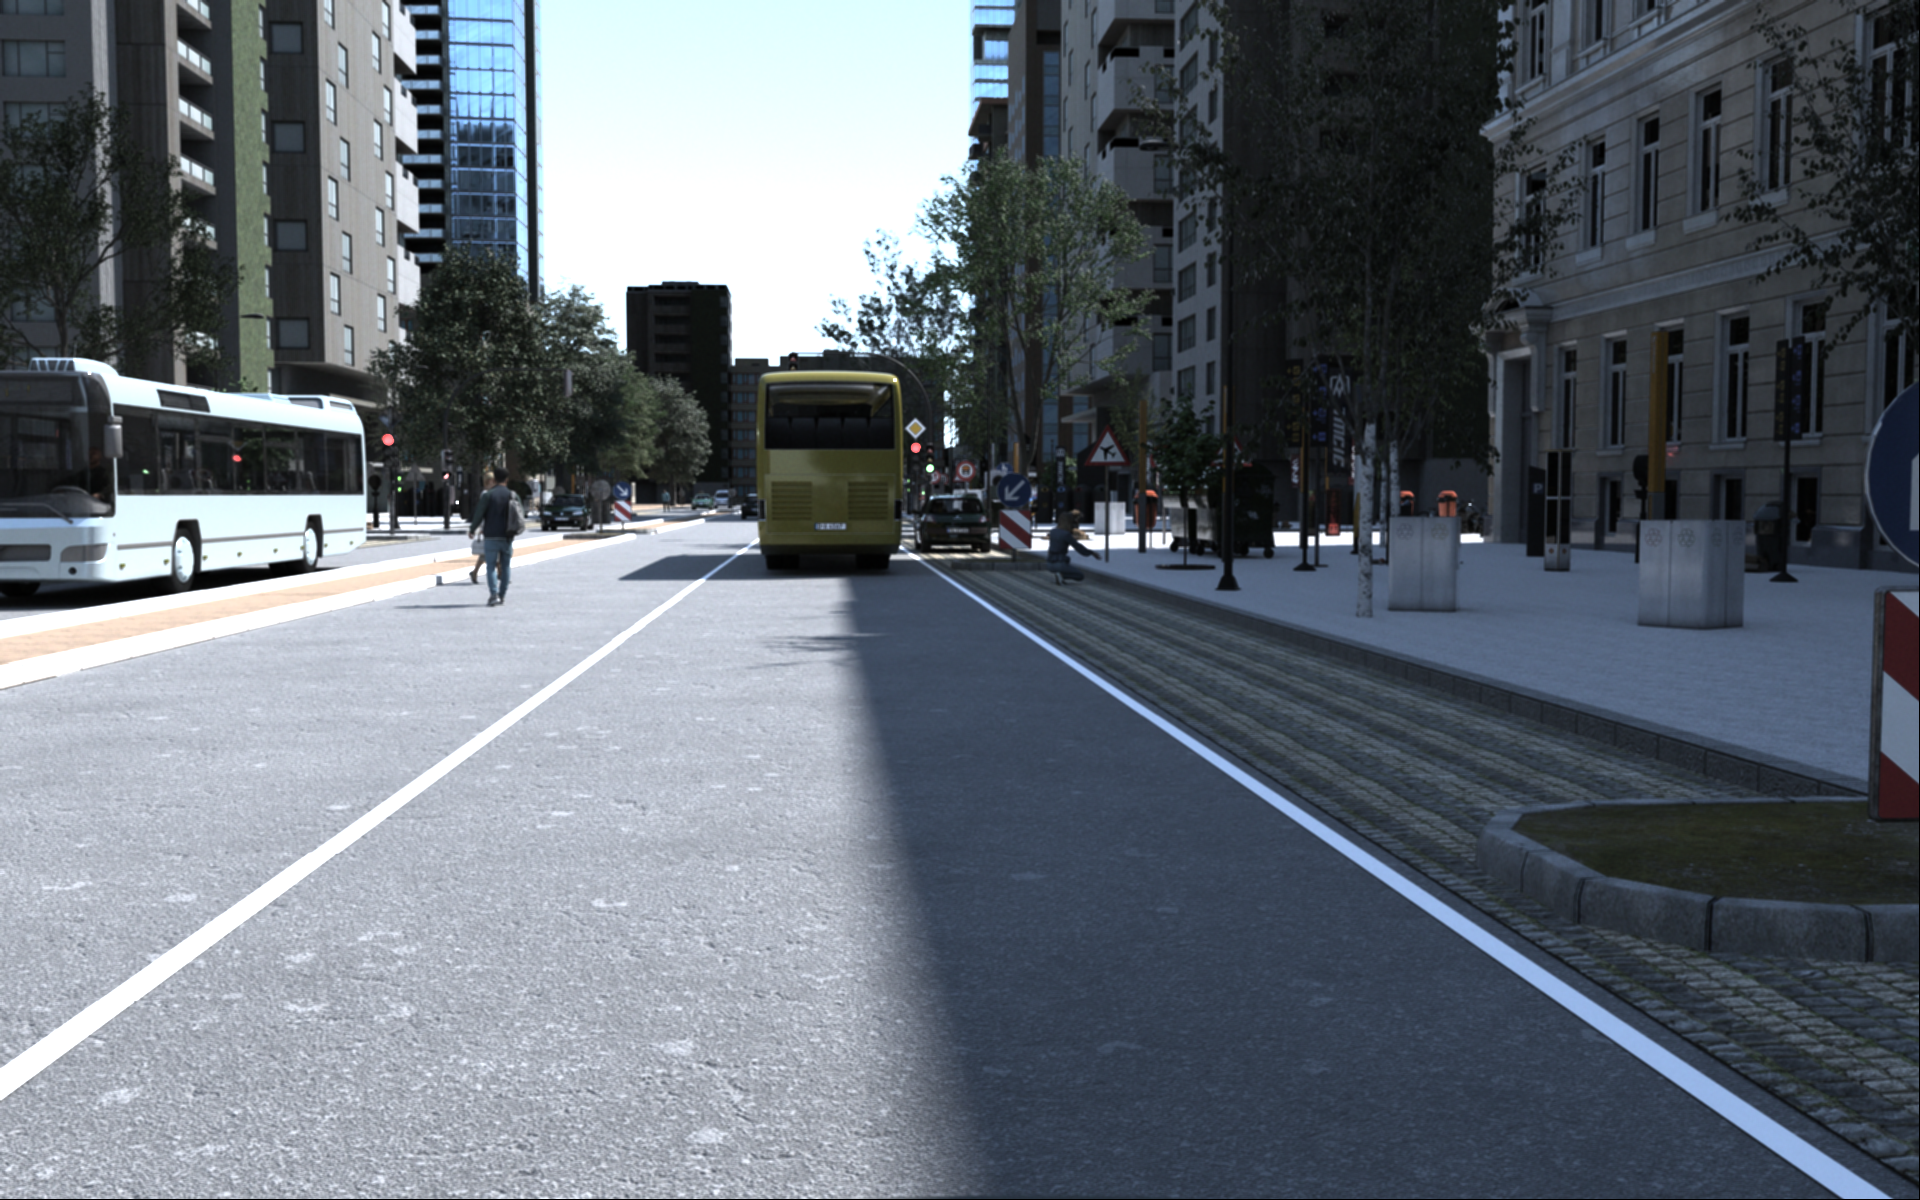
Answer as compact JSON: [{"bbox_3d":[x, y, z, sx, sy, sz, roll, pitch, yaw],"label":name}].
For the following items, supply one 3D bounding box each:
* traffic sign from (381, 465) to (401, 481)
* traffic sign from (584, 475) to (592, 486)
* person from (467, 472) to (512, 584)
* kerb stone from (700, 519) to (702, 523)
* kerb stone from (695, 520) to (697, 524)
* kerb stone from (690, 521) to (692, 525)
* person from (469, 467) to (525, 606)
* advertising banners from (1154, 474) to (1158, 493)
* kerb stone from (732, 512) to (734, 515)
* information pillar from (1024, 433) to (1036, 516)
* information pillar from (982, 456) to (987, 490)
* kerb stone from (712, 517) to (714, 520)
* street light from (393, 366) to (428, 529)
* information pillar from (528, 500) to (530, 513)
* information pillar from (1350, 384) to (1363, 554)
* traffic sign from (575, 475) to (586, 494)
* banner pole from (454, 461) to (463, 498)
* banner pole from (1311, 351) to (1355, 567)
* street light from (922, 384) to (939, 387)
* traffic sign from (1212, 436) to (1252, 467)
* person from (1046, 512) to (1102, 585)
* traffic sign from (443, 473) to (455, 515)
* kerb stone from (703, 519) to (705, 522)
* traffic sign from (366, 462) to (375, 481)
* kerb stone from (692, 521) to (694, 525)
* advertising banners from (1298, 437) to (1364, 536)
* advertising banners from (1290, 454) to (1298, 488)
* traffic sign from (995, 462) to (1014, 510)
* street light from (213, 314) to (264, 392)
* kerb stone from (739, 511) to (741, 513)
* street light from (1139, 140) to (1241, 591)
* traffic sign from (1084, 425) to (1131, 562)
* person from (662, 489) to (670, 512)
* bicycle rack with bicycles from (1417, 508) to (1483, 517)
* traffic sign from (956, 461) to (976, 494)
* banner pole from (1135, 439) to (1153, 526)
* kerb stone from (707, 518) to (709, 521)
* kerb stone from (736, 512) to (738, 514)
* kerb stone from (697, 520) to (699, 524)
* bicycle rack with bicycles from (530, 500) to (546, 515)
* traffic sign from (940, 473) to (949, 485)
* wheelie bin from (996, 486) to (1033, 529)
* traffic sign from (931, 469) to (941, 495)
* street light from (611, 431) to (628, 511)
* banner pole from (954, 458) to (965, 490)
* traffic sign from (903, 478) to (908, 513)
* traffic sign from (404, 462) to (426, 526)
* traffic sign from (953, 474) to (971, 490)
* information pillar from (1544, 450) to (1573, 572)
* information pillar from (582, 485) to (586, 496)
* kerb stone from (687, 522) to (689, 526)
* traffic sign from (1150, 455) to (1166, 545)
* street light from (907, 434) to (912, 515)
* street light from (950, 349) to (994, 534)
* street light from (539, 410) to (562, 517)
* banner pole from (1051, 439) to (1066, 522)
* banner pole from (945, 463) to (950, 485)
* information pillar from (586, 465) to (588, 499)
[{"bbox_3d":[-22.387,-4.164,68.181,0.768,2.556,0.104,0,4,-1],"label":"traffic sign"},{"bbox_3d":[-25.257,-7.165,117.252,0.768,2.556,0.104,0,4,3],"label":"traffic sign"},{"bbox_3d":[-7.527,-1.150,27.660,0.624,1.780,0.694,1,4,9],"label":"person"},{"bbox_3d":[-12.846,-3.819,84.675,0.120,0.150,1.000,0,4,-5],"label":"kerb stone"},{"bbox_3d":[-12.610,-3.633,81.611,0.120,0.150,1.000,0,4,-5],"label":"kerb stone"},{"bbox_3d":[-12.361,-3.445,78.521,0.120,0.150,1.000,0,4,-5],"label":"kerb stone"},{"bbox_3d":[-5.950,-0.828,22.383,0.623,1.781,0.721,-3,5,-44],"label":"person"},{"bbox_3d":[10.048,-5.725,89.798,0.090,3.025,2.074,1,4,21],"label":"advertising banners"},{"bbox_3d":[-15.300,-5.690,115.314,0.120,0.150,1.000,0,4,-5],"label":"kerb stone"},{"bbox_3d":[2.670,-4.582,66.275,0.504,3.616,0.183,0,4,-6],"label":"information pillar"},{"bbox_3d":[1.524,-6.950,104.995,0.504,3.616,0.183,3,5,44],"label":"information pillar"},{"bbox_3d":[-13.588,-4.383,93.880,0.120,0.150,1.000,0,4,-5],"label":"kerb stone"},{"bbox_3d":[-19.983,-5.528,62.918,1.470,5.913,1.316,0,4,-5],"label":"street light"},{"bbox_3d":[-29.605,-6.961,118.307,0.304,2.012,0.304,-3,5,-42],"label":"information pillar"},{"bbox_3d":[8.452,-2.779,36.792,0.183,3.616,0.504,0,4,3],"label":"information pillar"},{"bbox_3d":[-25.571,-7.124,116.591,0.768,2.556,0.104,0,4,-3],"label":"traffic sign"},{"bbox_3d":[-37.528,-8.530,129.488,0.863,3.779,0.401,-3,4,-38],"label":"banner pole"},{"bbox_3d":[6.493,-2.468,30.362,0.863,3.779,0.401,2,4,35],"label":"banner pole"},{"bbox_3d":[-0.902,-6.166,73.357,1.470,5.913,1.316,0,4,-5],"label":"street light"},{"bbox_3d":[5.221,-2.055,33.610,0.884,2.594,0.081,0,4,1],"label":"traffic sign"},{"bbox_3d":[1.642,-0.821,27.424,0.738,1.151,1.012,-3,4,-38],"label":"person"},{"bbox_3d":[-25.261,-5.110,85.686,0.606,2.300,0.079,0,4,1],"label":"traffic sign"},{"bbox_3d":[-13.010,-3.947,86.722,0.120,0.150,1.000,0,4,-5],"label":"kerb stone"},{"bbox_3d":[-23.203,-4.124,67.531,0.768,2.556,0.104,0,4,2],"label":"traffic sign"},{"bbox_3d":[-12.436,-3.506,79.544,0.120,0.150,1.000,0,4,-5],"label":"kerb stone"},{"bbox_3d":[11.378,-3.469,52.901,2.074,3.025,0.090,-1,4,-15],"label":"advertising banners"},{"bbox_3d":[15.309,-4.842,75.357,2.074,3.025,0.090,2,4,29],"label":"advertising banners"},{"bbox_3d":[1.798,-4.262,69.782,0.768,2.556,0.104,0,4,3],"label":"traffic sign"},{"bbox_3d":[-18.615,-4.413,44.693,1.470,5.913,1.316,0,4,-5],"label":"street light"},{"bbox_3d":[-16.040,-6.258,124.508,0.120,0.150,1.000,0,4,-5],"label":"kerb stone"},{"bbox_3d":[3.049,-3.084,22.973,1.470,5.913,1.316,0,4,-5],"label":"street light"},{"bbox_3d":[2.760,-1.986,32.483,0.884,2.594,0.081,0,4,-3],"label":"traffic sign"},{"bbox_3d":[-23.270,-7.871,137.214,0.660,1.820,0.620,1,4,13],"label":"person"},{"bbox_3d":[18.893,-3.207,65.816,2.925,0.926,2.852,1,4,19],"label":"bicycle rack with bicycles"},{"bbox_3d":[0.225,-4.028,65.957,0.768,2.556,0.104,0,4,-2],"label":"traffic sign"},{"bbox_3d":[7.449,-4.882,69.841,0.863,3.779,0.401,3,5,43],"label":"banner pole"},{"bbox_3d":[-13.262,-4.134,89.787,0.120,0.150,1.000,0,4,-5],"label":"kerb stone"},{"bbox_3d":[-15.706,-6.007,120.414,0.120,0.150,1.000,0,4,-5],"label":"kerb stone"},{"bbox_3d":[-12.688,-3.697,82.634,0.120,0.150,1.000,0,4,-5],"label":"kerb stone"},{"bbox_3d":[-25.029,-5.816,108.469,2.925,0.926,2.852,2,4,31],"label":"bicycle rack with bicycles"},{"bbox_3d":[-1.037,-6.355,104.004,0.768,2.556,0.104,0,4,3],"label":"traffic sign"},{"bbox_3d":[1.715,-2.770,53.195,0.980,1.594,0.693,-1,4,-9],"label":"wheelie bin"},{"bbox_3d":[-1.360,-5.384,88.139,0.768,2.556,0.104,0,4,-4],"label":"traffic sign"},{"bbox_3d":[-25.282,-9.524,128.266,1.470,5.913,1.316,0,4,-5],"label":"street light"},{"bbox_3d":[0.031,-7.117,106.388,0.863,3.779,0.401,0,4,1],"label":"banner pole"},{"bbox_3d":[-3.680,-7.017,114.835,0.768,2.556,0.104,0,4,-2],"label":"traffic sign"},{"bbox_3d":[-21.941,-4.265,69.741,0.884,2.594,0.081,0,4,2],"label":"traffic sign"},{"bbox_3d":[0.056,-4.686,76.613,0.884,2.594,0.081,0,4,-3],"label":"traffic sign"},{"bbox_3d":[9.945,-1.486,28.792,0.304,2.012,0.304,-2,4,-30],"label":"information pillar"},{"bbox_3d":[-27.827,-7.585,128.514,0.304,2.012,0.304,3,5,42],"label":"information pillar"},{"bbox_3d":[-12.191,-3.320,76.481,0.120,0.150,1.000,0,4,-5],"label":"kerb stone"},{"bbox_3d":[5.186,-2.680,43.926,0.768,2.556,0.104,0,4,1],"label":"traffic sign"},{"bbox_3d":[-3.663,-8.191,106.457,1.470,5.913,1.316,0,4,-5],"label":"street light"},{"bbox_3d":[0.380,-5.074,55.495,1.470,5.913,1.316,0,4,-5],"label":"street light"},{"bbox_3d":[-22.661,-7.547,95.930,1.470,5.913,1.316,0,4,-5],"label":"street light"},{"bbox_3d":[4.450,-5.469,79.430,0.863,3.779,0.401,0,4,-4],"label":"banner pole"},{"bbox_3d":[-0.977,-9.133,139.339,0.401,3.779,0.863,2,4,33],"label":"banner pole"},{"bbox_3d":[-24.215,-7.401,112.365,0.183,3.616,0.504,-1,4,-9],"label":"information pillar"}]
